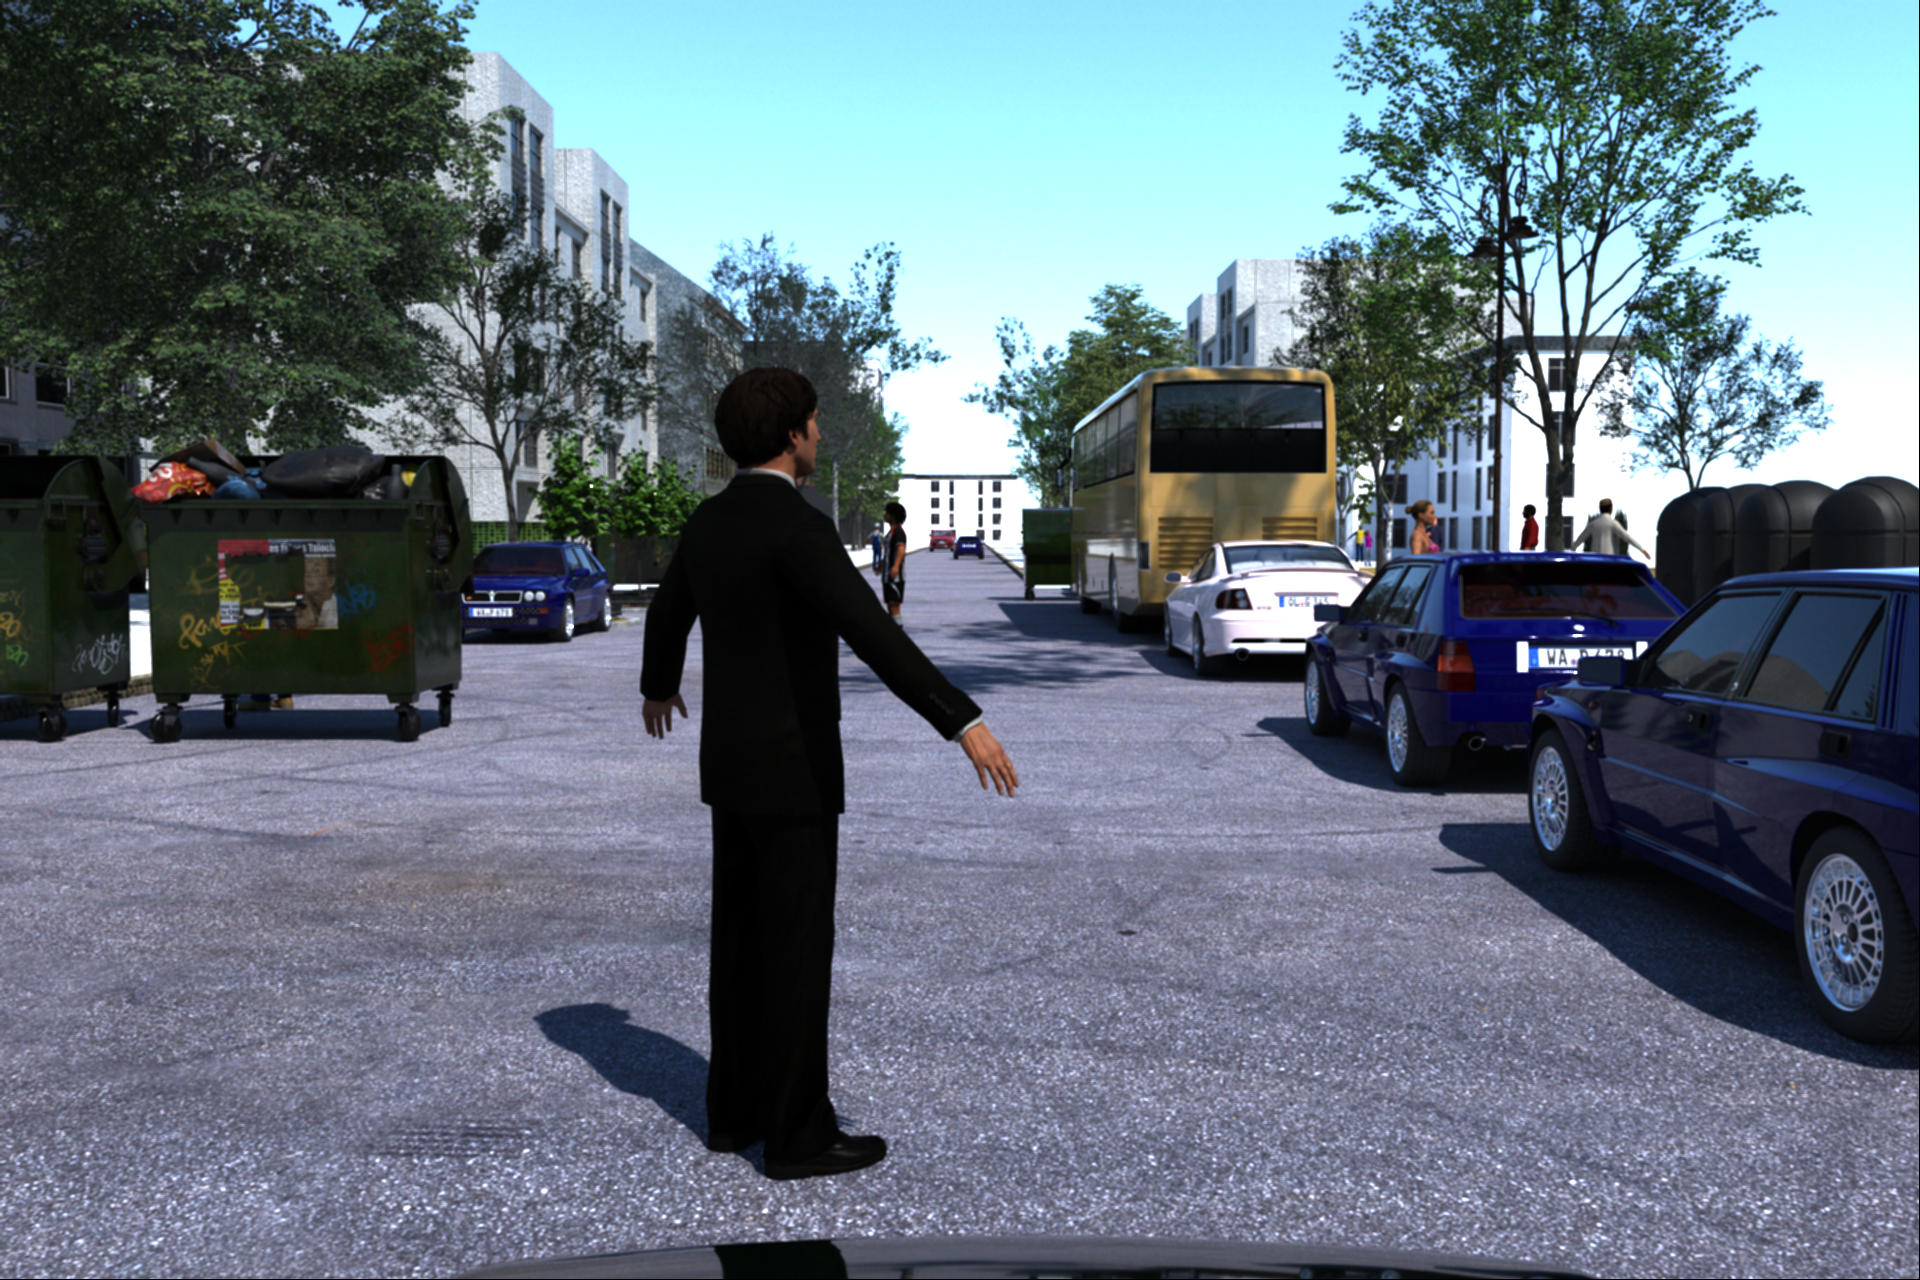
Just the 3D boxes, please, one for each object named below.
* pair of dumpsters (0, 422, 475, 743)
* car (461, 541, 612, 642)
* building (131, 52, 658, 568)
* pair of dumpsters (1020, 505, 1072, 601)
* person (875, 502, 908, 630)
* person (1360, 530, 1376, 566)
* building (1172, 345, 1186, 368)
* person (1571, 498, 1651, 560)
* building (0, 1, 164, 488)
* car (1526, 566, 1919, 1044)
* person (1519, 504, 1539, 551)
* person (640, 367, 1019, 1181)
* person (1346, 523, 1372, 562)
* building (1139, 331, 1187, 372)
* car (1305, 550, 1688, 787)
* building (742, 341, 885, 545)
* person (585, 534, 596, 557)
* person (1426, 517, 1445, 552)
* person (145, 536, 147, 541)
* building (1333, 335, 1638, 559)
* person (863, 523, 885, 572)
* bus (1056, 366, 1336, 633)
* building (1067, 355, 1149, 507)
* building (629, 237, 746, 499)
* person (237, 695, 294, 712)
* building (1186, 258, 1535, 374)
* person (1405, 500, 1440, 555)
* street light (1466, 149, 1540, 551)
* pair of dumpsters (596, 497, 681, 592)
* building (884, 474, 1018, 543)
[{"bbox_3d":[-5.835,-0.449,12.292,4.436,2.255,1.574,0,4,0],"label":"pair of dumpsters"},{"bbox_3d":[-6.026,-0.708,24.155,1.945,1.354,3.894,0,3,0],"label":"car"},{"bbox_3d":[-25.165,-13.044,79.725,16.747,18.905,31.486,0,4,0],"label":"building"},{"bbox_3d":[3.522,-1.992,37.524,4.436,2.255,1.574,0,4,-1],"label":"pair of dumpsters"},{"bbox_3d":[-0.842,-0.779,21.330,0.704,1.843,1.345,-1,4,-11],"label":"person"},{"bbox_3d":[16.311,-3.656,69.035,0.991,1.433,0.599,-2,4,-27],"label":"person"},{"bbox_3d":[26.177,-19.395,173.535,16.016,20.090,11.380,0,4,0],"label":"building"},{"bbox_3d":[9.640,-1.208,25.839,0.704,1.819,1.344,-2,4,-35],"label":"person"},{"bbox_3d":[-27.369,-13.291,35.717,11.959,24.771,22.079,0,4,1],"label":"building"},{"bbox_3d":[3.363,0.390,6.209,1.945,1.354,3.894,0,4,0],"label":"car"},{"bbox_3d":[10.110,-1.515,30.874,0.704,1.816,1.345,1,4,14],"label":"person"},{"bbox_3d":[-0.404,0.286,3.970,0.705,1.806,1.347,-3,5,-41],"label":"person"},{"bbox_3d":[18.372,-4.478,79.679,1.216,1.772,0.721,0,4,-6],"label":"person"},{"bbox_3d":[24.520,-21.851,188.196,19.493,23.208,18.063,0,4,0],"label":"building"},{"bbox_3d":[3.349,0.087,11.157,1.945,1.354,3.894,0,4,0],"label":"car"},{"bbox_3d":[-23.431,-21.728,199.226,27.936,21.610,32.646,0,4,0],"label":"building"},{"bbox_3d":[-11.057,-2.878,52.840,0.705,1.856,1.354,2,4,27],"label":"person"},{"bbox_3d":[10.379,-1.898,37.994,0.530,1.710,0.541,-2,4,-25],"label":"person"},{"bbox_3d":[-18.306,-2.005,39.543,0.721,1.744,1.215,2,4,24],"label":"person"},{"bbox_3d":[24.319,-8.882,87.376,9.099,9.664,28.070,0,4,1],"label":"building"},{"bbox_3d":[-3.103,-3.481,65.235,1.347,1.847,0.705,2,4,24],"label":"person"},{"bbox_3d":[3.417,-2.226,27.947,2.896,3.916,12.252,0,4,-1],"label":"bus"},{"bbox_3d":[27.004,-22.653,214.354,27.936,21.610,32.646,0,4,0],"label":"building"},{"bbox_3d":[-25.325,-17.574,118.264,19.493,23.208,18.063,0,4,1],"label":"building"},{"bbox_3d":[-5.651,-0.354,14.106,0.705,1.847,1.347,2,4,29],"label":"person"},{"bbox_3d":[26.060,-15.495,119.809,16.747,18.905,31.486,0,3,0],"label":"building"},{"bbox_3d":[4.204,-0.378,15.433,0.721,1.733,1.217,1,4,21],"label":"person"},{"bbox_3d":[6.635,-2.969,21.331,0.468,5.910,1.993,0,4,1],"label":"street light"},{"bbox_3d":[-5.758,-2.028,38.103,4.436,2.255,1.574,0,3,0],"label":"pair of dumpsters"},{"bbox_3d":[-6.085,-18.087,240.329,28.070,9.664,9.099,0,4,2],"label":"building"}]
